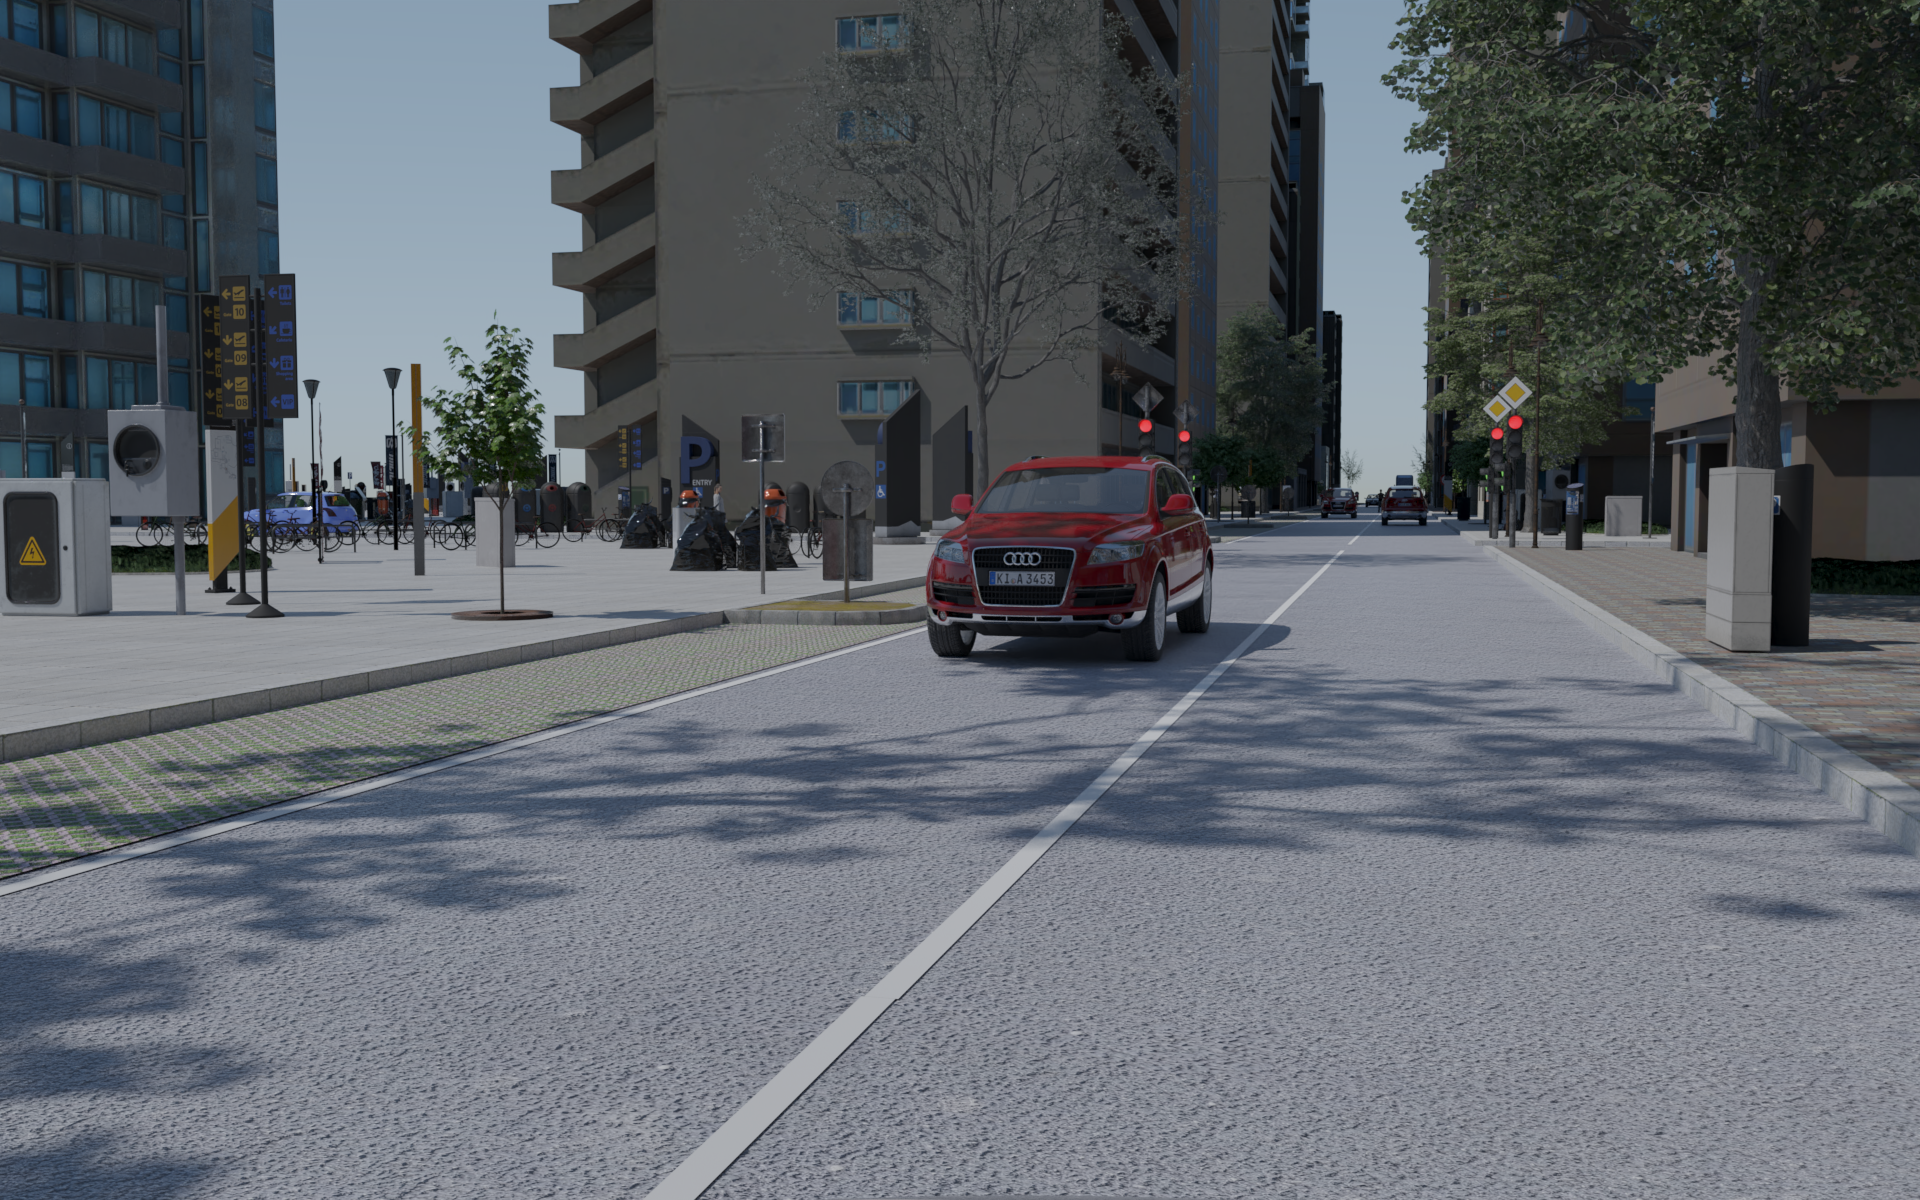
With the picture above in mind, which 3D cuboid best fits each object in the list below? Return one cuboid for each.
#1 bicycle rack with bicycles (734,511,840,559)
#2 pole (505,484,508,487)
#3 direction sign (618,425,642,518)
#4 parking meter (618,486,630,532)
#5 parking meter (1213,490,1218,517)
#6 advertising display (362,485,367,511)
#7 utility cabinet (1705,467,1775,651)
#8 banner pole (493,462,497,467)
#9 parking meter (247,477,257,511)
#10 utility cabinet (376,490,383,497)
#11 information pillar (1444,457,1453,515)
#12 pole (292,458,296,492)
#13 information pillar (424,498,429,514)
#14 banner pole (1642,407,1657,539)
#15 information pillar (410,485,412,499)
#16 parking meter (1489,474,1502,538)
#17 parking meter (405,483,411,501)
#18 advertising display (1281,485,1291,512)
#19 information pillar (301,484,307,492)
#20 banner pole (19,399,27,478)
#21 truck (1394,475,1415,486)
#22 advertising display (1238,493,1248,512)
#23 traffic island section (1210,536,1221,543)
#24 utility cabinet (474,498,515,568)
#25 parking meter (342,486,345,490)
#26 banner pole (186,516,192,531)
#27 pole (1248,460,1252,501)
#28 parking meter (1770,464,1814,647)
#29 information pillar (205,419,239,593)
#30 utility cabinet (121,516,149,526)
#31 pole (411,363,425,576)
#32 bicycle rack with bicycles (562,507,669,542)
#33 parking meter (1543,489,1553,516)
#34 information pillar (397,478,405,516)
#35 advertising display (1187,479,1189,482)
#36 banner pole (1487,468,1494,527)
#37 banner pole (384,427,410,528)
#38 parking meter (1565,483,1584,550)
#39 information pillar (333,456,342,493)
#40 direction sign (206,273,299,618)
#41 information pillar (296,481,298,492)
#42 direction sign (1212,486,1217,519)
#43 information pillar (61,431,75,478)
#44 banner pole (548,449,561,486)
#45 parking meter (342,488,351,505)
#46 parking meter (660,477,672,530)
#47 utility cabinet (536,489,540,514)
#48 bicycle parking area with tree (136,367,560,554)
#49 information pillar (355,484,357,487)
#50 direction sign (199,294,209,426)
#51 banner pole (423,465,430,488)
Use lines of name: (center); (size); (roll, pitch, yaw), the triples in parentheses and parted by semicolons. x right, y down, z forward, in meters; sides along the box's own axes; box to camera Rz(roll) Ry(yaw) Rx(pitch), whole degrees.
bicycle rack with bicycles: (-3.214, -1.372, 35.818); (2.852, 0.926, 2.925); (2, 4, 28)
pole: (-20.374, -5.130, 77.712); (0.158, 3.312, 0.155); (0, 3, 0)
direction sign: (-10.834, -3.970, 56.903); (0.876, 3.537, 0.379); (1, 4, 21)
parking meter: (-10.861, -2.911, 56.009); (0.372, 1.533, 0.369); (0, 3, 0)
parking meter: (13.664, -5.119, 92.108); (0.372, 1.533, 0.369); (0, 3, 0)
advertising display: (-44.245, -7.521, 128.187); (0.123, 1.923, 0.974); (1, 4, 13)
utility cabinet: (6.516, -0.354, 14.465); (0.318, 1.500, 1.173); (1, 4, 14)
banner pole: (-23.848, -5.976, 87.718); (0.863, 3.779, 0.401); (-2, 4, -27)
parking meter: (-24.662, -3.343, 60.364); (0.255, 1.863, 0.399); (-1, 4, -16)
utility cabinet: (-33.311, -5.549, 99.403); (0.318, 1.500, 1.173); (-1, 4, -22)
information pillar: (29.454, -6.913, 104.385); (0.504, 3.616, 0.183); (2, 4, 27)
pole: (-37.521, -6.344, 97.565); (0.158, 3.312, 0.155); (0, 3, 0)
information pillar: (-34.731, -7.410, 112.514); (0.504, 3.616, 0.183); (1, 4, 16)
banner pole: (19.824, -3.645, 49.608); (0.401, 3.779, 0.863); (1, 4, 16)
information pillar: (-43.281, -8.052, 136.147); (0.304, 2.012, 0.304); (1, 4, 15)
parking meter: (15.537, -2.731, 50.371); (0.255, 1.863, 0.399); (1, 4, 15)
parking meter: (-29.061, -5.213, 90.951); (0.399, 1.863, 0.255); (-2, 4, -25)
advertising display: (23.454, -7.297, 124.527); (0.974, 1.923, 0.123); (-3, 5, -41)
information pillar: (-50.065, -7.812, 132.214); (0.304, 2.012, 0.304); (0, 4, -7)
banner pole: (-24.888, -3.430, 46.096); (0.401, 3.779, 0.863); (-1, 4, -22)
truck: (60.728, -15.109, 236.795); (2.967, 4.110, 18.799); (1, 4, 15)
advertising display: (20.133, -7.183, 122.654); (0.974, 1.923, 0.123); (3, 4, 39)
traffic island section: (6.650, -1.781, 51.392); (2.009, 0.180, 2.903); (1, 4, 14)
utility cabinet: (-8.206, -1.189, 30.596); (0.306, 1.237, 1.020); (-3, 5, -40)
parking meter: (-45.988, -7.536, 128.932); (0.399, 1.863, 0.255); (-3, 4, -36)
banner pole: (-26.732, -4.280, 59.995); (0.401, 3.779, 0.863); (-1, 4, -11)
pole: (17.263, -6.684, 103.134); (0.158, 3.312, 0.155); (0, 3, 0)
parking meter: (7.010, -0.383, 14.679); (0.372, 1.533, 0.369); (0, 3, 0)
information pillar: (-9.593, -1.906, 22.510); (0.183, 3.616, 0.504); (2, 4, 25)
utility cabinet: (-33.067, -3.564, 69.436); (1.020, 1.237, 0.306); (0, 4, 6)
pole: (-8.505, -2.039, 27.174); (0.158, 3.312, 0.155); (0, 3, 0)
bicycle rack with bicycles: (-9.004, -2.054, 46.958); (2.925, 0.926, 2.852); (0, 4, 7)
parking meter: (23.643, -3.745, 69.634); (0.372, 1.533, 0.369); (0, 3, 0)
information pillar: (-26.383, -4.723, 81.719); (0.304, 2.012, 0.304); (1, 4, 23)
advertising display: (8.613, -3.730, 66.196); (0.123, 1.923, 0.974); (1, 4, 20)
banner pole: (20.860, -4.754, 67.744); (0.401, 3.779, 0.863); (1, 4, 14)
banner pole: (-21.038, -4.567, 64.694); (0.863, 3.779, 0.401); (-2, 4, -31)
parking meter: (14.036, -1.905, 39.553); (0.372, 1.533, 0.369); (0, 3, 0)
information pillar: (-37.920, -6.989, 105.627); (0.504, 3.616, 0.183); (0, 4, -4)
direction sign: (-7.243, -1.587, 17.949); (0.876, 3.537, 0.379); (1, 4, 13)
information pillar: (-37.898, -5.762, 98.695); (0.304, 2.012, 0.304); (-2, 4, -24)
direction sign: (13.091, -5.905, 88.546); (0.379, 3.537, 0.876); (1, 4, 22)
information pillar: (-33.216, -4.478, 64.568); (0.504, 3.616, 0.183); (0, 4, 4)
banner pole: (-22.257, -6.444, 95.383); (0.863, 3.779, 0.401); (-2, 4, -26)
parking meter: (-27.478, -4.228, 77.542); (0.372, 1.533, 0.369); (0, 3, 0)
parking meter: (-9.962, -3.243, 58.734); (0.399, 1.863, 0.255); (-1, 4, -16)
utility cabinet: (-18.798, -4.247, 78.114); (1.173, 1.500, 0.318); (0, 4, 7)
bicycle parking area with tree: (-14.689, -3.324, 41.356); (9.016, 4.147, 8.231); (-2, 4, -27)
information pillar: (-42.760, -7.254, 123.099); (0.304, 2.012, 0.304); (-3, 5, -41)
direction sign: (-8.337, -1.715, 20.042); (0.379, 3.537, 0.876); (3, 4, 36)
banner pole: (-27.403, -6.008, 88.255); (0.863, 3.779, 0.401); (0, 4, 1)
